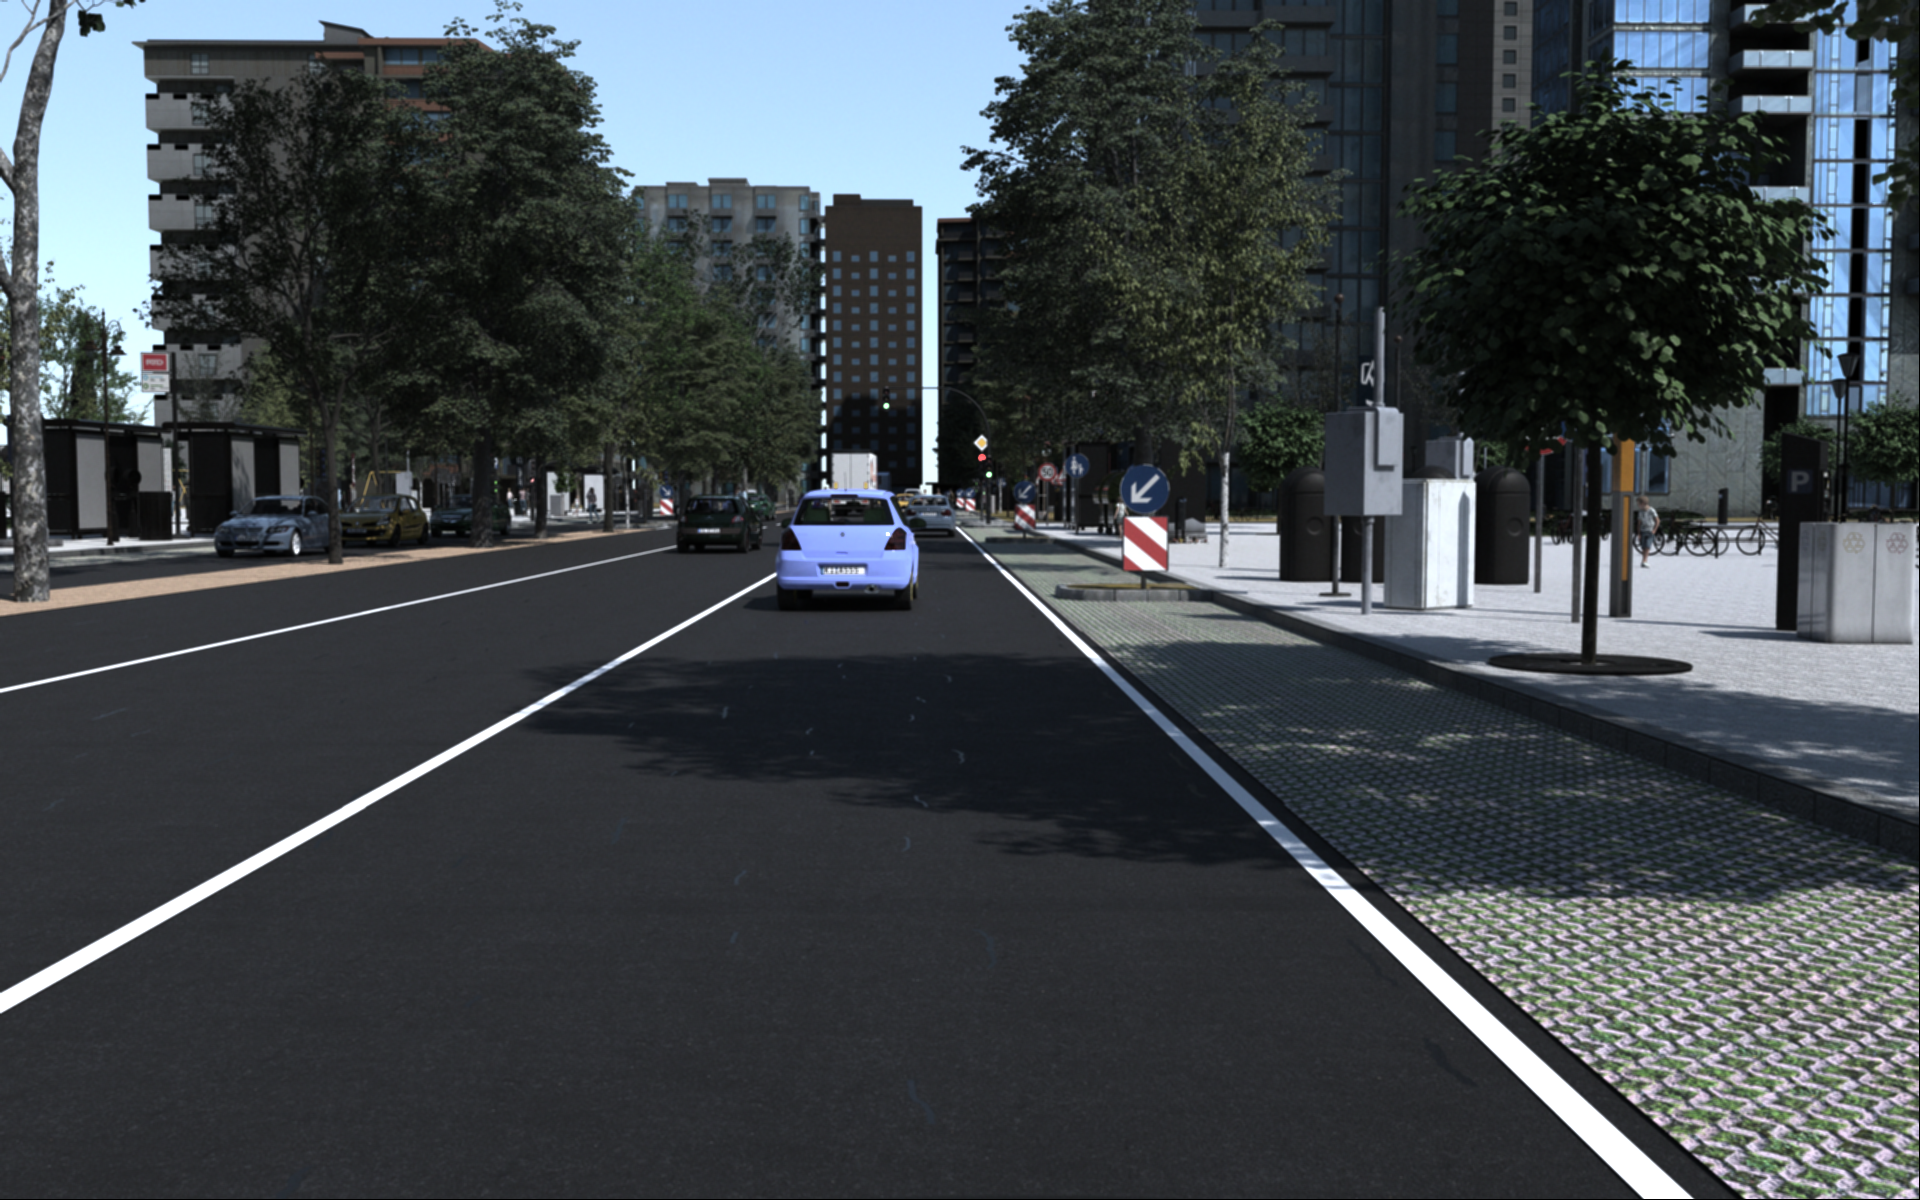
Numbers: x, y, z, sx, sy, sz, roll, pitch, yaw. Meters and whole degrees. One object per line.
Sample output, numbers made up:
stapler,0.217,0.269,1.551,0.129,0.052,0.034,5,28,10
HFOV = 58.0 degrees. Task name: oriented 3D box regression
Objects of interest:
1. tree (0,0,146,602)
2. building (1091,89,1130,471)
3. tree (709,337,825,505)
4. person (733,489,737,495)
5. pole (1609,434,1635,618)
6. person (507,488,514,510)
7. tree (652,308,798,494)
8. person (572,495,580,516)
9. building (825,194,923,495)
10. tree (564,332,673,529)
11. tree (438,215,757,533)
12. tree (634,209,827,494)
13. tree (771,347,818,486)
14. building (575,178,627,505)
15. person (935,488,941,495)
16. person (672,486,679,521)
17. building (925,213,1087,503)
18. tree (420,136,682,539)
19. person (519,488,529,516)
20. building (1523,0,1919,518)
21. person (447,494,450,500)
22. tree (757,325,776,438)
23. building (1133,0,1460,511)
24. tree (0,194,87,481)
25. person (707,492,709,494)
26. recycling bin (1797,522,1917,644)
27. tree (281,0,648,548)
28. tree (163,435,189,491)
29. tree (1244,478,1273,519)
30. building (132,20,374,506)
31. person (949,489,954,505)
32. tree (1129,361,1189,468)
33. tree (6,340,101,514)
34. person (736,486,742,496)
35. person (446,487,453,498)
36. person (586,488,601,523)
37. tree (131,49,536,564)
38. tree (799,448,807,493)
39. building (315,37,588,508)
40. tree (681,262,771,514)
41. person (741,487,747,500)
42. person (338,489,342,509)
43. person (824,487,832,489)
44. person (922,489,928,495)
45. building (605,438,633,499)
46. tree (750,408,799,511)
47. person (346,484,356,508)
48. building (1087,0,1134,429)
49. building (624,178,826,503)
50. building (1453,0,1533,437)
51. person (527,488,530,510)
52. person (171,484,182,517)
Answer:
tree,-13.569,-10.085,23.234,12.611,20.169,13.585,0,3,0
building,22.018,-33.050,190.477,14.600,45.320,14.200,0,4,-1
tree,-15.333,-14.144,140.362,9.857,13.997,8.962,0,3,0
person,-16.286,-7.142,125.621,0.721,1.781,0.623,2,4,25
pole,6.872,-1.473,17.929,0.158,3.312,0.155,0,3,0
person,-35.348,-7.941,136.550,0.598,1.740,0.731,1,4,12
tree,-14.555,-11.198,102.556,9.611,12.733,9.660,0,3,0
person,-22.319,-5.490,100.821,0.382,1.210,0.505,1,4,19
building,-12.770,-37.369,261.090,14.200,45.320,14.600,0,4,-1
tree,-13.769,-7.258,71.487,4.737,8.622,4.395,0,3,0
tree,-12.902,-8.285,63.674,9.928,11.665,9.643,0,3,0
tree,-15.529,-15.716,115.297,12.611,20.169,13.585,0,3,0
tree,-14.622,-12.840,130.511,7.486,12.596,7.792,0,3,0
building,-51.740,-31.182,201.702,23.993,40.220,32.217,0,4,-1
person,-1.063,-4.814,87.958,0.760,1.731,0.466,2,4,24
person,-14.176,-4.803,86.880,0.795,1.843,0.661,2,4,29
building,9.105,-37.328,264.941,28.867,44.769,22.147,0,4,-1
tree,-13.381,-8.212,54.843,7.486,12.596,7.792,0,3,0
person,-25.508,-5.790,101.300,0.593,1.750,0.643,0,4,-8
building,48.511,-48.351,103.203,31.000,86.520,22.319,0,4,-1
person,-39.783,-7.597,134.923,0.362,1.253,0.373,0,4,2
tree,-13.660,-10.064,92.755,9.928,11.665,9.643,0,3,0
building,26.080,-31.782,139.248,23.786,49.044,30.456,0,4,-1
tree,-22.044,-5.382,38.365,4.737,8.622,4.395,0,3,0
person,-14.091,-5.338,95.873,0.635,1.810,0.391,3,5,42
recycling bin,7.820,-0.157,15.128,0.722,1.027,0.722,0,4,5
tree,-12.733,-8.353,45.686,9.857,13.997,8.962,0,3,0
tree,-71.022,-11.145,145.120,20.602,7.101,11.467,2,4,32
tree,16.010,-5.924,91.455,1.663,3.219,1.824,0,3,0
building,-77.817,-37.490,202.203,27.495,52.752,28.713,0,4,-1
person,-0.699,-7.886,137.354,0.656,1.842,0.836,2,4,27
tree,10.639,-8.578,90.612,4.360,8.622,3.978,0,3,0
tree,-70.205,-13.824,127.838,18.604,14.587,13.155,-1,4,-11
person,-10.315,-4.437,81.063,0.654,1.822,0.581,-1,4,-12
person,-43.232,-8.631,146.516,0.474,1.900,0.648,0,4,-1
person,-17.989,-4.644,85.018,0.643,1.750,0.593,1,4,23
tree,-12.672,-6.016,35.234,8.767,10.594,7.601,0,4,-1
tree,-14.764,-11.933,147.923,4.737,8.622,4.395,0,3,0
building,-49.242,-31.514,169.879,22.147,44.769,28.867,0,4,-1
tree,-13.573,-9.991,83.936,7.486,12.596,7.792,0,3,0
person,-10.753,-4.750,86.425,0.793,1.790,0.793,-3,5,-43
person,-34.444,-5.471,95.763,0.793,1.790,0.793,2,4,35
person,-7.242,-5.276,94.731,0.580,1.828,0.573,-3,5,-39
person,-2.353,-6.672,118.151,0.480,1.755,0.524,-2,4,-35
building,-57.361,-29.881,260.254,14.107,30.474,14.160,0,4,-1
tree,-14.146,-10.497,124.440,4.737,8.622,4.395,0,3,0
person,-31.519,-5.112,89.811,0.728,1.800,0.709,1,4,15
building,24.248,-47.076,207.949,20.563,71.187,20.611,0,4,-1
building,-35.192,-39.470,264.937,30.456,49.044,23.786,0,4,-1
building,56.811,-47.150,209.157,20.611,71.187,20.563,0,4,-1
person,-35.376,-8.288,141.727,0.466,1.800,0.511,0,4,4
person,-43.682,-5.533,96.492,0.794,1.824,0.713,2,4,27
